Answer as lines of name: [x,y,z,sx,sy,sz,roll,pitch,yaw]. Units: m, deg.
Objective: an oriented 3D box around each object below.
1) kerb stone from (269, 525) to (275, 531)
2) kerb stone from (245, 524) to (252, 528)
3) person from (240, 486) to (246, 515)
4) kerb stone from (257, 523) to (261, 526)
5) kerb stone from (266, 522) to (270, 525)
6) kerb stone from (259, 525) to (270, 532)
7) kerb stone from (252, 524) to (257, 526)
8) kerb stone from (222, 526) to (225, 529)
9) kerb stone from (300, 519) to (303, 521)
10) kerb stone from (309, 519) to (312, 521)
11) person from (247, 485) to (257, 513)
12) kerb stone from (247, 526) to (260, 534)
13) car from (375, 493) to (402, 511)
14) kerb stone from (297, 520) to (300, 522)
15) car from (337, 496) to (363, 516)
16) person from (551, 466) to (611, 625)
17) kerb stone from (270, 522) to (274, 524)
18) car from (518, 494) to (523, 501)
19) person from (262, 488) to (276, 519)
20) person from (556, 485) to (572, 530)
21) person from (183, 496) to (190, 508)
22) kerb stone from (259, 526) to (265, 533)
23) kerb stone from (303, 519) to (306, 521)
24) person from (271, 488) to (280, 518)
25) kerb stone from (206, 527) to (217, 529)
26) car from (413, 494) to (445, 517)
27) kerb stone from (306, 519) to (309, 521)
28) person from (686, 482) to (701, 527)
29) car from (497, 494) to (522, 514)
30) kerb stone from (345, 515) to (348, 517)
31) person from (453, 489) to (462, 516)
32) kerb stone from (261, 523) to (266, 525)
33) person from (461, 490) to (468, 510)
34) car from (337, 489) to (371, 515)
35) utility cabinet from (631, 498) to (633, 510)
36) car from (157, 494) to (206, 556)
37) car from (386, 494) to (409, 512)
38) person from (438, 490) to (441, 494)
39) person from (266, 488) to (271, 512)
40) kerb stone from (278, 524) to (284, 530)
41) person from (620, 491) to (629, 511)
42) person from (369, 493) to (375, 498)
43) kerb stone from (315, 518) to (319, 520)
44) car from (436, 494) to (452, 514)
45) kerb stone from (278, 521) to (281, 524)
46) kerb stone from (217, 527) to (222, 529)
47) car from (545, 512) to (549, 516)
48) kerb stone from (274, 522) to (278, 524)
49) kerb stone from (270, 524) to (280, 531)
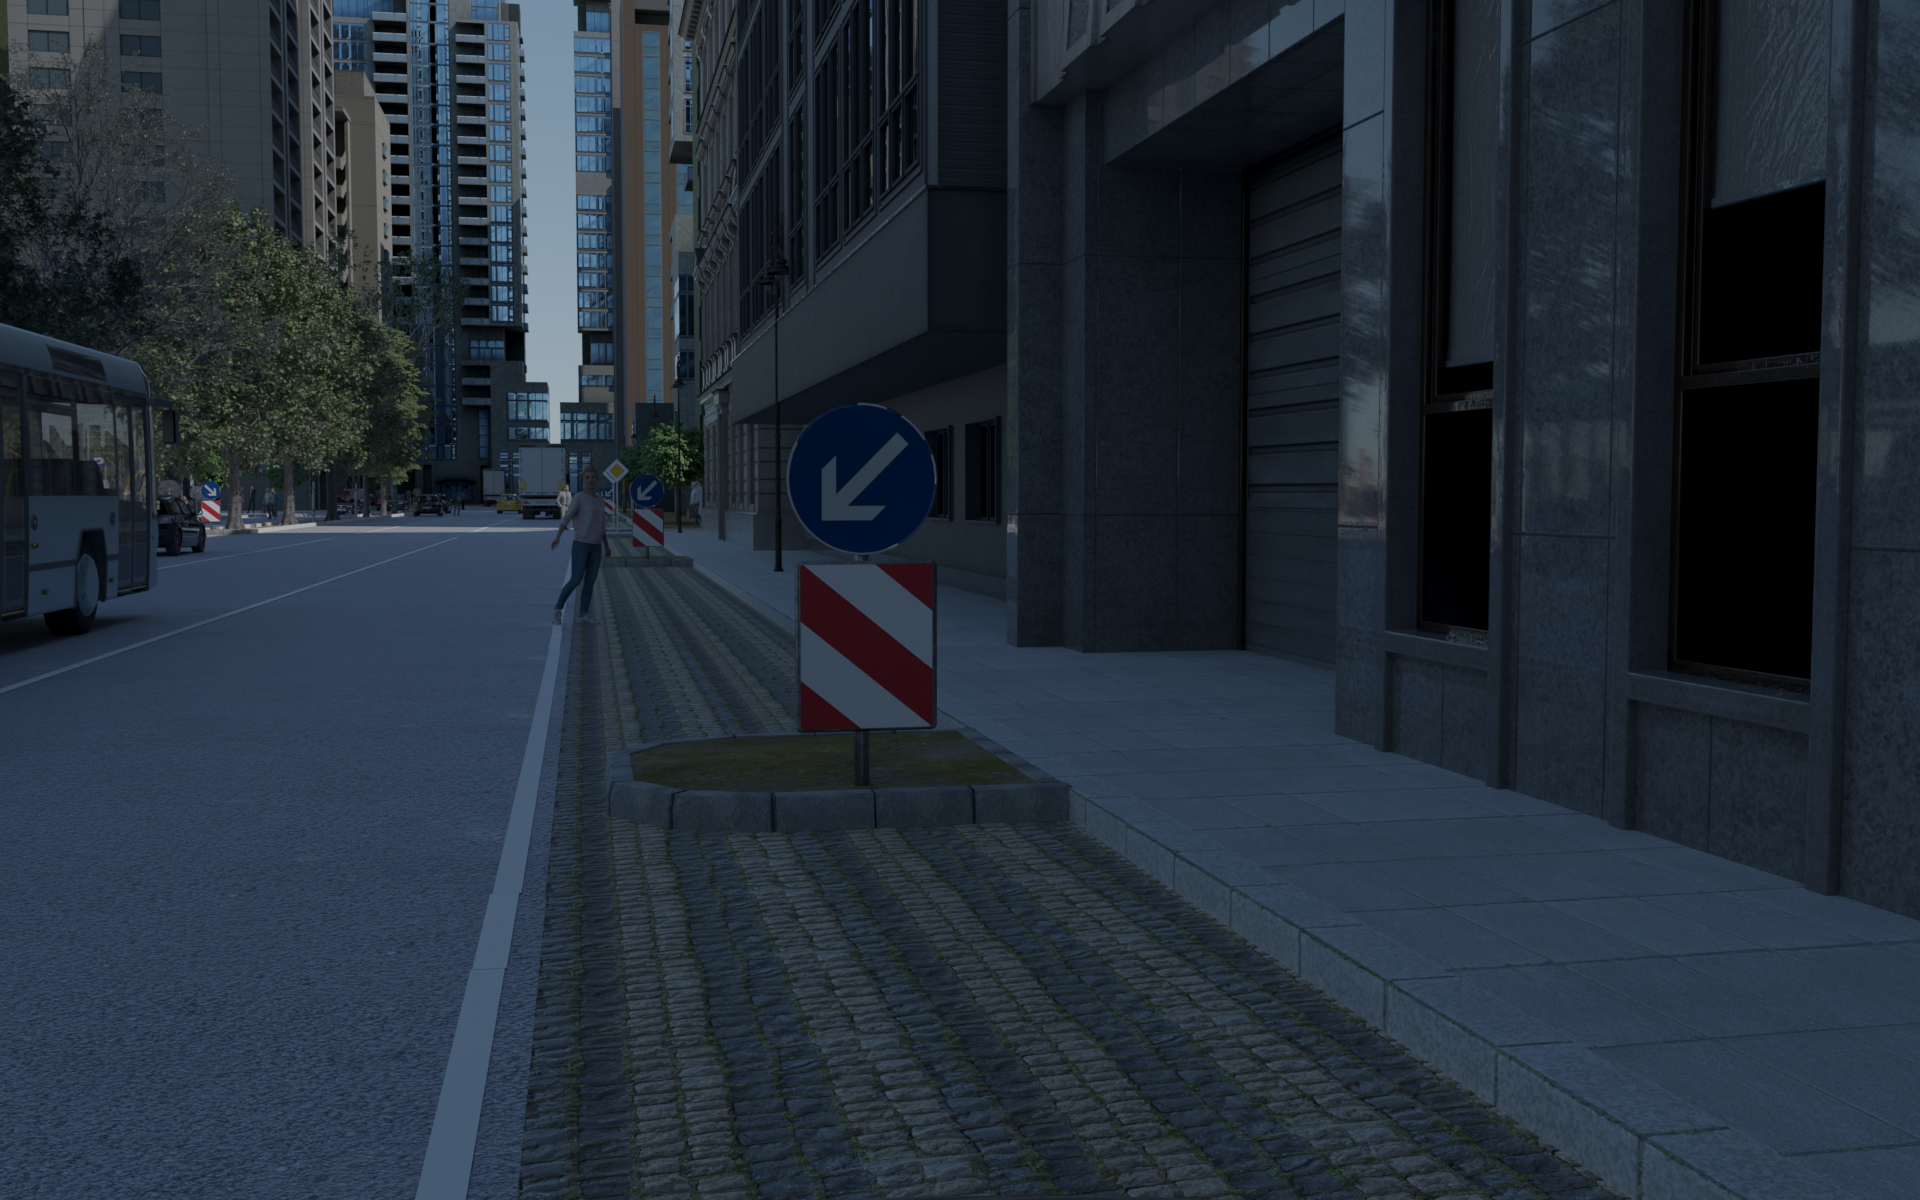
kerb stone: [-26.443,-2.693,66.220,0.120,0.150,1.000,-1,4,-12]
kerb stone: [-30.015,-3.095,72.793,0.120,0.150,1.000,-1,4,-12]
person: [-44.811,-6.224,108.149,0.374,1.781,0.599,0,4,1]
kerb stone: [-30.452,-3.217,74.796,0.120,0.150,1.000,-1,4,-12]
kerb stone: [-30.874,-3.340,76.796,0.120,0.150,1.000,-1,4,-12]
kerb stone: [-26.225,-2.631,65.219,0.120,0.150,1.000,-1,4,-12]
kerb stone: [-30.224,-3.155,73.794,0.120,0.150,1.000,-1,4,-12]
kerb stone: [-28.919,-2.788,67.781,0.120,0.150,1.000,-1,4,-12]
kerb stone: [-32.827,-3.891,85.816,0.120,0.150,1.000,-1,4,-12]
kerb stone: [-33.488,-4.074,88.811,0.120,0.150,1.000,-1,4,-12]
person: [-47.224,-6.730,115.442,0.648,1.900,0.474,0,4,5]
kerb stone: [-25.783,-2.509,63.216,0.120,0.150,1.000,-1,4,-12]
car: [-48.702,-8.484,147.751,2.155,1.783,4.494,-1,4,-13]
kerb stone: [-32.613,-3.830,84.817,0.120,0.150,1.000,-1,4,-12]
car: [-40.241,-6.170,113.459,1.945,1.354,3.894,-1,4,-11]
person: [-4.225,-0.596,18.911,0.598,1.740,0.731,1,4,23]
kerb stone: [-31.094,-3.398,77.799,0.120,0.150,1.000,-1,4,-12]
car: [-43.891,-10.098,174.689,1.945,1.707,3.694,-1,4,-11]
person: [-39.133,-5.443,97.982,0.782,1.767,0.515,1,4,21]
person: [-15.934,-3.747,69.859,0.391,1.810,0.635,3,5,39]
person: [-48.482,-5.939,108.650,1.012,1.151,0.738,-2,4,-32]
kerb stone: [-26.004,-2.570,64.214,0.120,0.150,1.000,-1,4,-12]
kerb stone: [-33.042,-3.950,86.816,0.120,0.150,1.000,-1,4,-12]
person: [-40.666,-5.747,102.806,0.601,1.785,0.444,3,4,38]
kerb stone: [-28.490,-2.665,65.775,0.120,0.150,1.000,-1,4,-12]
car: [-34.399,-6.255,112.057,2.009,1.686,4.222,-1,4,-14]
kerb stone: [-33.261,-4.013,87.814,0.120,0.150,1.000,-1,4,-12]
person: [-10.325,-3.733,67.556,0.515,1.767,0.782,-2,4,-35]
car: [-33.017,-7.149,127.105,2.015,1.641,3.980,-1,4,-11]
kerb stone: [-36.308,-4.873,101.872,0.120,0.150,1.000,-1,4,-12]
person: [-32.679,-6.352,112.695,0.623,1.781,0.721,-1,4,-12]
kerb stone: [-30.655,-3.278,75.797,0.120,0.150,1.000,-1,4,-12]
person: [-45.327,-9.148,158.051,0.705,1.826,1.348,-3,5,-42]
car: [-42.632,-6.916,121.751,2.281,1.827,5.304,-1,4,-14]
utility cabinet: [-24.753,-7.612,133.135,0.318,1.500,1.173,3,5,39]
car: [-19.172,-1.918,41.152,2.009,1.686,4.222,-1,4,-12]
car: [-45.929,-8.024,140.972,2.009,1.686,4.222,-1,4,-12]
person: [-55.084,-10.677,183.066,1.348,1.824,0.705,-3,5,-41]
person: [-50.494,-7.340,126.608,0.519,1.759,0.362,1,4,23]
kerb stone: [-26.877,-2.815,68.223,0.120,0.150,1.000,-1,4,-12]
person: [-24.521,-7.391,126.862,0.794,1.824,0.713,0,4,-8]
person: [-60.793,-10.364,178.677,0.628,1.438,0.799,1,4,11]
kerb stone: [-33.910,-4.198,90.832,0.120,0.150,1.000,-1,4,-12]
car: [-38.399,-7.189,127.320,2.009,1.686,4.222,-1,4,-12]
kerb stone: [-31.522,-3.523,79.798,0.120,0.150,1.000,-1,4,-12]
kerb stone: [-28.710,-2.726,66.775,0.120,0.150,1.000,-1,4,-12]
car: [-26.274,-6.199,113.352,2.014,1.417,4.499,-1,4,-13]
kerb stone: [-31.308,-3.462,78.798,0.120,0.150,1.000,-1,4,-12]
kerb stone: [-26.648,-2.754,67.227,0.120,0.150,1.000,-1,4,-12]
